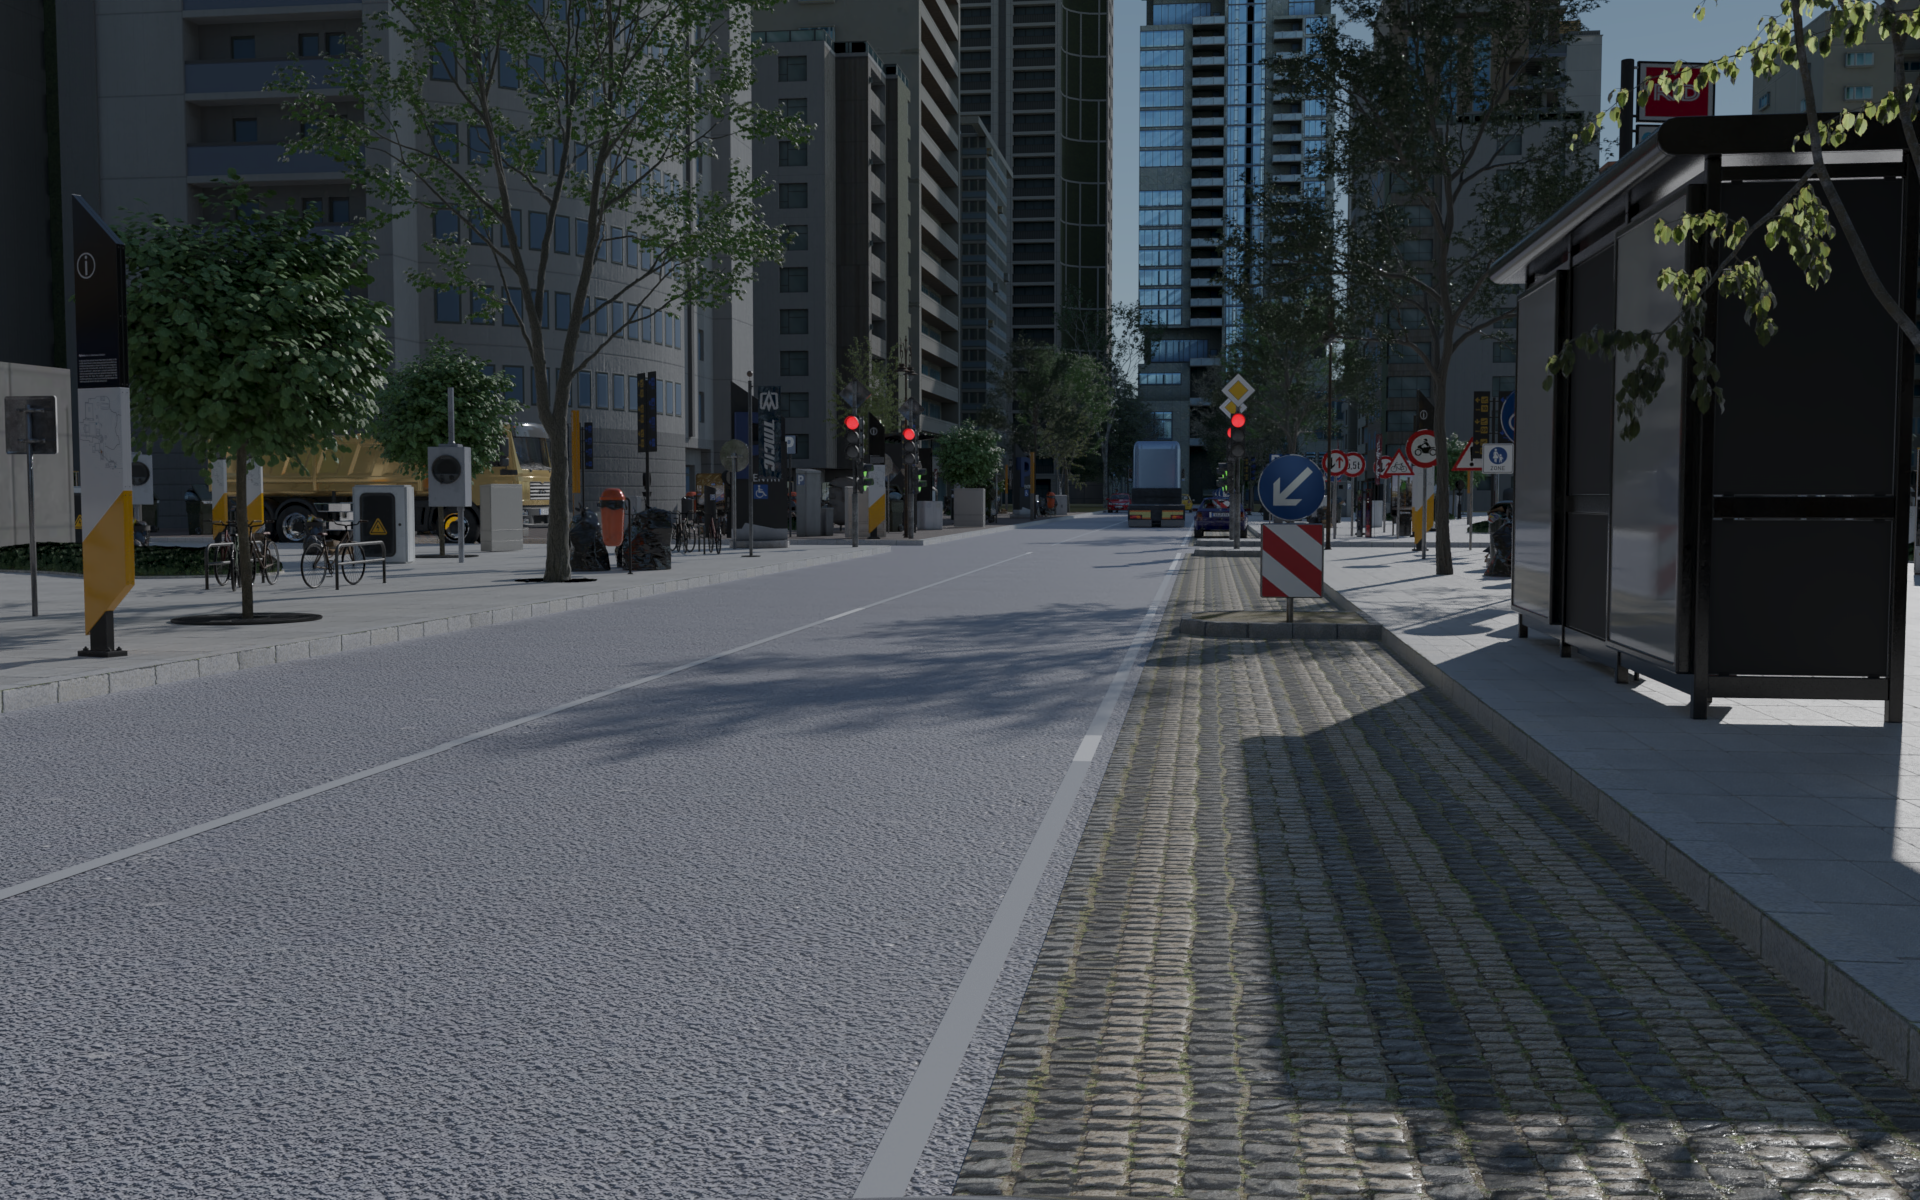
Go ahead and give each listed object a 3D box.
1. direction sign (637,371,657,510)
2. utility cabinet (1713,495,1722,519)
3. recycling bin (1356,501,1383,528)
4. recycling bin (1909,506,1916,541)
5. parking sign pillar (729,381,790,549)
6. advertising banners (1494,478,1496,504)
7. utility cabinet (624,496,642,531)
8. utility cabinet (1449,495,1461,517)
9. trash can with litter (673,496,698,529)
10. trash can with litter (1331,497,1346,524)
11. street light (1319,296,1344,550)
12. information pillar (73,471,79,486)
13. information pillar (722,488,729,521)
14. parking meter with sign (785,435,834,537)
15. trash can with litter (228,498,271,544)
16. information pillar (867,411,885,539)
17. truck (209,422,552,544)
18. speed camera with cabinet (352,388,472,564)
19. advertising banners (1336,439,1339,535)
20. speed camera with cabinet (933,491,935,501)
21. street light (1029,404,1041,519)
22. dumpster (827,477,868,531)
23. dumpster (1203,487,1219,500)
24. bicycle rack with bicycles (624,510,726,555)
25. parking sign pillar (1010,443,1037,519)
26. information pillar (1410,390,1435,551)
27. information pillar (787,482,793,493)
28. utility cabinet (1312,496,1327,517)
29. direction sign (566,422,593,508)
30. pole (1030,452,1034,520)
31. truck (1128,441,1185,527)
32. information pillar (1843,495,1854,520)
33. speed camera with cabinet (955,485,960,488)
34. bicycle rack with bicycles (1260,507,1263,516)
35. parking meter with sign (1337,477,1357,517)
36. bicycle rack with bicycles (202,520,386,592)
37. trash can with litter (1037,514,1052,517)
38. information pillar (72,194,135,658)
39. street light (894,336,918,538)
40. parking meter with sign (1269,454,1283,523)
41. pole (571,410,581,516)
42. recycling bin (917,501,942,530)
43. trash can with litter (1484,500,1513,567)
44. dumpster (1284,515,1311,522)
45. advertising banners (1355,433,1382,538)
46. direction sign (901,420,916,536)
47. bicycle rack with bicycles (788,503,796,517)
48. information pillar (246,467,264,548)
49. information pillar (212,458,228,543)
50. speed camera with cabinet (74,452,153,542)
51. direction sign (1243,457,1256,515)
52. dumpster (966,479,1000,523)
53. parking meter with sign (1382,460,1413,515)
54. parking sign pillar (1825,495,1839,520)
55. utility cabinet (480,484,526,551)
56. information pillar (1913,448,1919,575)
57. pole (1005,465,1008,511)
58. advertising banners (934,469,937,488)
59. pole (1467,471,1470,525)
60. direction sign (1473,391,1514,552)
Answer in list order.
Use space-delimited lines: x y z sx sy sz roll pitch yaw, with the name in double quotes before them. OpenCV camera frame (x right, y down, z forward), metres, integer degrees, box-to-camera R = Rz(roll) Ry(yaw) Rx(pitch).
"direction sign" -5.829 -2.466 32.310 0.379 3.537 0.876 -2 4 -32
"utility cabinet" 38.668 -4.729 88.473 1.020 1.237 0.306 3 4 36
"recycling bin" 15.774 -3.312 66.713 0.722 1.027 0.722 -2 4 -32
"recycling bin" 19.977 -1.418 35.745 0.722 1.027 0.722 -2 4 -30
"parking sign pillar" -4.790 -3.231 41.303 1.447 3.967 1.447 -1 4 -14
"advertising banners" 24.253 -5.042 78.627 0.090 3.025 2.074 1 4 12
"utility cabinet" -11.667 -3.040 60.869 1.020 1.237 0.306 2 4 30
"utility cabinet" 27.852 -5.279 97.479 0.306 1.237 1.020 0 4 -8
"trash can with litter" -10.533 -3.269 64.512 2.233 1.210 1.678 -3 5 -41
"trash can with litter" 16.387 -3.934 75.710 0.624 1.170 1.055 2 4 33
"street light" 8.479 -4.094 39.724 0.468 5.910 1.993 0 4 8
"information pillar" -28.512 -3.133 55.711 0.304 2.012 0.304 -1 4 -15
"information pillar" -9.462 -4.009 70.035 0.304 2.012 0.304 -2 4 -24
"parking meter with sign" -4.550 -3.426 52.280 0.543 3.016 1.738 3 4 38
"trash can with litter" -18.320 -2.035 44.665 1.055 1.170 0.624 0 4 1
"information pillar" -2.380 -3.538 49.193 0.504 3.616 0.183 -1 4 -21
"truck" -15.141 -3.114 46.835 9.791 3.379 3.469 1 4 8
"speed camera with cabinet" -10.135 -2.306 32.031 2.038 3.252 0.660 0 4 -4
"advertising banners" 11.881 -3.578 54.692 0.090 3.025 2.074 1 4 10
"speed camera with cabinet" -1.877 -5.468 83.745 0.660 3.252 2.038 2 4 24
"street light" 3.860 -7.113 89.087 0.468 5.910 1.993 0 4 8
"dumpster" -3.773 -3.254 58.965 1.264 1.857 1.865 0 4 8
"dumpster" 28.700 -11.789 197.698 1.985 2.255 1.502 1 4 9
"bicycle rack with bicycles" -6.380 -1.483 37.632 2.852 0.926 2.925 -1 4 -11
"parking sign pillar" 3.341 -6.297 91.429 1.447 3.967 1.447 3 4 36
"information pillar" 10.455 -2.913 38.990 0.504 3.616 0.183 -2 4 -26
"information pillar" -10.046 -5.979 102.246 0.304 2.012 0.304 -3 4 -36
"utility cabinet" 16.785 -4.255 80.733 0.306 1.237 1.020 3 5 42
"direction sign" -11.925 -3.843 54.822 0.876 3.537 0.379 2 4 35
"pole" 3.517 -5.532 84.292 0.158 3.312 0.155 0 3 0
"truck" 9.378 -5.678 82.601 2.967 4.110 18.799 0 4 6
"information pillar" 35.673 -3.980 69.564 0.304 2.012 0.304 0 4 6
"speed camera with cabinet" 0.659 -7.691 120.080 2.038 3.252 0.660 1 4 21
"bicycle rack with bicycles" 18.518 -5.159 97.729 2.925 0.926 2.852 1 4 15
"parking meter with sign" 21.250 -6.085 95.752 0.543 3.016 1.738 -3 5 -39
"bicycle rack with bicycles" -9.323 -0.642 23.883 2.852 0.926 2.925 0 4 3
"trash can with litter" 4.285 -5.289 97.532 2.233 1.210 1.678 -2 4 -24
"information pillar" -6.711 -1.358 13.564 0.504 3.616 0.183 2 4 24
"street light" -1.576 -4.761 50.636 0.468 5.910 1.993 0 4 8
"parking meter with sign" 13.716 -4.809 74.893 0.543 3.016 1.738 0 4 5
"pole" -9.364 -2.961 42.251 0.158 3.312 0.155 0 3 0
"recycling bin" -1.086 -3.030 62.103 0.722 1.027 0.722 -2 4 -23
"trash can with litter" 9.386 -1.153 30.234 0.624 1.170 1.055 0 4 1
"dumpster" 15.240 -4.413 77.917 1.264 1.857 1.865 1 4 8
"advertising banners" 12.028 -3.350 50.954 0.090 3.025 2.074 0 4 -6
"direction sign" -1.594 -3.764 53.533 0.379 3.537 0.876 2 4 27
"bicycle rack with bicycles" -7.117 -3.320 67.662 2.925 0.926 2.852 0 4 -8
"information pillar" -16.539 -3.001 40.428 0.504 3.616 0.183 0 4 6
"information pillar" -17.940 -3.092 41.906 0.504 3.616 0.183 2 4 32
"speed camera with cabinet" -18.763 -2.658 37.802 0.660 3.252 2.038 3 5 41
"direction sign" 17.619 -6.936 105.399 0.876 3.537 0.379 3 5 44
"dumpster" 0.950 -4.576 77.312 1.502 2.255 1.985 1 4 8
"parking meter with sign" 22.214 -5.625 88.222 1.738 3.016 0.543 -2 4 -29
"parking sign pillar" 32.568 -4.717 65.601 1.447 3.967 1.447 3 5 44
"utility cabinet" -10.240 -1.834 38.657 0.318 1.500 1.173 1 4 21
"information pillar" 15.300 -1.395 27.303 0.304 2.012 0.304 -1 4 -15
"pole" 3.235 -7.748 120.524 0.158 3.312 0.155 0 3 0
"advertising banners" -1.998 -7.587 120.236 0.090 3.025 2.074 -2 4 -25
"pole" 21.277 -4.796 72.260 0.158 3.312 0.155 0 3 0
"direction sign" 11.737 -2.823 38.152 0.876 3.537 0.379 0 4 6
